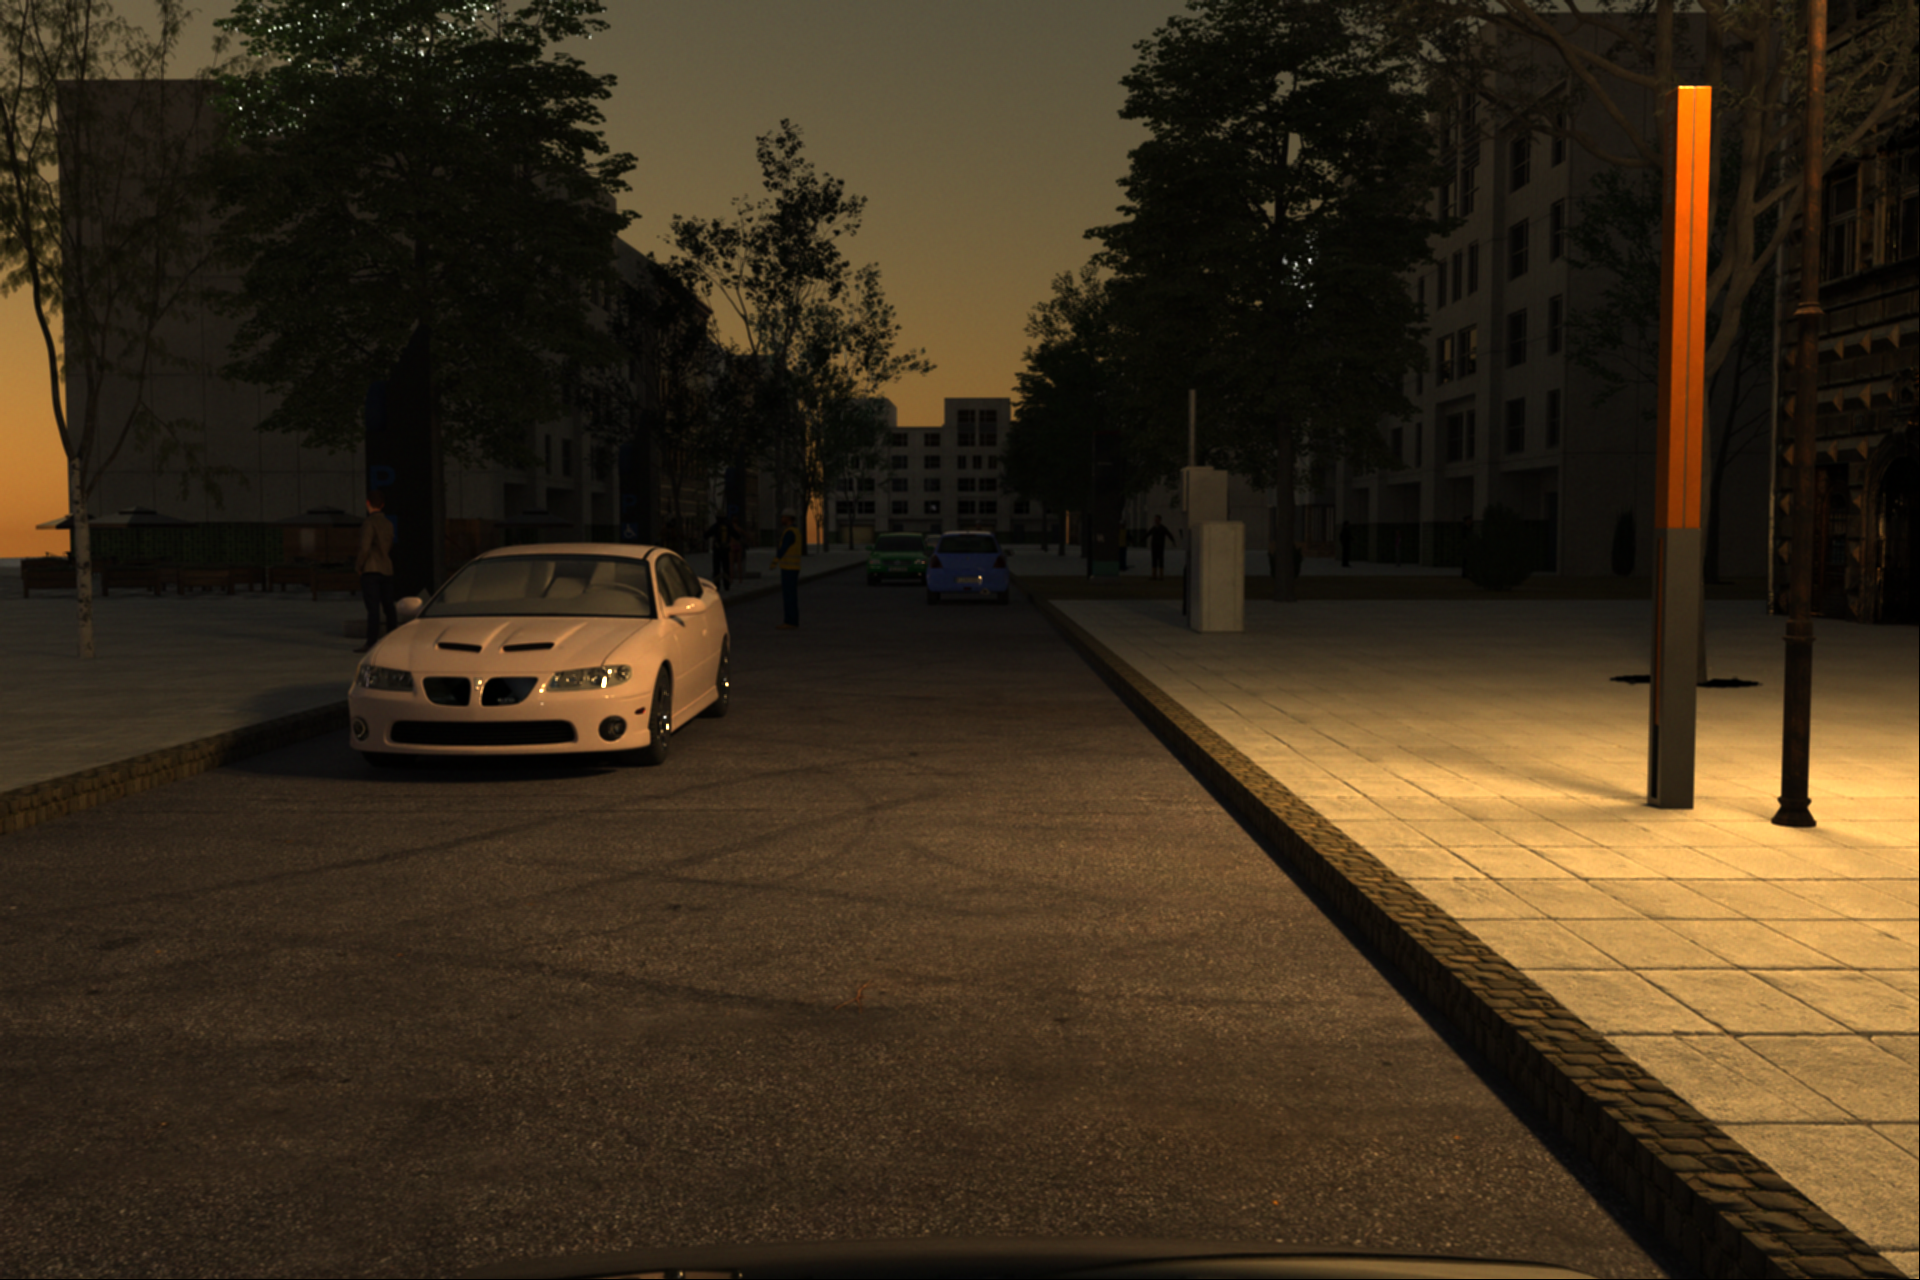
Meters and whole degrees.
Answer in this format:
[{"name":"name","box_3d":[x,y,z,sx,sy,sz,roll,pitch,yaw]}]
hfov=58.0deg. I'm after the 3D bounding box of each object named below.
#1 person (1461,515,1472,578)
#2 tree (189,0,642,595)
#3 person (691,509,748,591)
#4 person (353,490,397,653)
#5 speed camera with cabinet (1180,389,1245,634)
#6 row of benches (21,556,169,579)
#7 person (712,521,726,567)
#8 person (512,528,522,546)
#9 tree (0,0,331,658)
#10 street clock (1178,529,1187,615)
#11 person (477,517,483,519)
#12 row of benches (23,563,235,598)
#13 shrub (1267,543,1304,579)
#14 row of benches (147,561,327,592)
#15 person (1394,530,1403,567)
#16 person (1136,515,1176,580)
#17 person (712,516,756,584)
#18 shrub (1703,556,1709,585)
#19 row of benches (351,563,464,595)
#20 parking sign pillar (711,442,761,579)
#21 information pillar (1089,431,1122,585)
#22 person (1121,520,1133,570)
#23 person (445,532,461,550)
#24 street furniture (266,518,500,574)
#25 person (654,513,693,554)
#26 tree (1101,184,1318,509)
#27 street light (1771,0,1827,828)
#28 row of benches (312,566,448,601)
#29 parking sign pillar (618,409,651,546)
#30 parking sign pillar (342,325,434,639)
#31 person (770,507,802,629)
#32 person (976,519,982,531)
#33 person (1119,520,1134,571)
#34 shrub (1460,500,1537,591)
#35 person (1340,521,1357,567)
[{"name":"person","box_3d":[14.777,-2.719,50.383,0.705,1.837,1.347,2,4,26]},{"name":"tree","box_3d":[-9.027,-6.779,28.961,7.486,12.596,7.792,0,3,0]},{"name":"person","box_3d":[-5.420,-2.047,39.243,1.354,1.856,0.705,-2,4,-25]},{"name":"person","box_3d":[-6.489,-0.756,18.940,0.750,1.759,0.617,2,4,33]},{"name":"speed camera with cabinet","box_3d":[3.365,-1.759,23.090,0.660,3.252,2.038,0,4,0]},{"name":"row of benches","box_3d":[-24.564,-2.079,49.449,4.104,0.672,1.422,0,4,-2]},{"name":"person","box_3d":[-9.196,-3.761,67.624,1.347,1.817,0.704,3,5,44]},{"name":"person","box_3d":[-14.921,-3.186,58.368,0.705,1.796,1.348,-1,4,-18]},{"name":"tree","box_3d":[-9.238,-4.131,17.909,4.360,8.622,3.978,0,3,0]},{"name":"street clock","box_3d":[3.622,-1.391,27.318,0.358,2.002,0.471,0,4,1]},{"name":"person","box_3d":[-15.351,-3.019,55.487,0.705,1.813,1.348,-1,4,-16]},{"name":"row of benches","box_3d":[-17.165,-1.259,36.055,4.104,0.672,1.422,-2,4,-30]},{"name":"shrub","box_3d":[8.758,-2.167,46.555,1.383,1.207,1.383,0,3,0]},{"name":"row of benches","box_3d":[-16.257,-1.424,38.739,4.104,0.672,1.422,0,4,7]},{"name":"person","box_3d":[17.096,-3.579,67.779,0.599,1.433,0.991,1,4,9]},{"name":"person","box_3d":[5.478,-2.566,48.100,1.346,1.812,0.704,3,5,42]},{"name":"person","box_3d":[-5.818,-2.317,44.685,1.217,1.733,0.721,-2,4,-27]},{"name":"shrub","box_3d":[16.198,-1.683,38.633,1.383,1.207,1.383,0,3,0]},{"name":"row of benches","box_3d":[-10.987,-1.288,36.522,4.104,0.672,1.422,1,4,12]},{"name":"parking sign pillar","box_3d":[-6.483,-3.769,50.101,1.447,3.967,1.447,0,4,0]},{"name":"information pillar","box_3d":[3.686,-3.326,43.762,0.750,3.857,0.750,0,4,-1]},{"name":"person","box_3d":[5.895,-3.429,62.287,0.704,1.802,1.346,-1,4,-16]},{"name":"person","box_3d":[-12.110,-2.058,39.794,0.704,1.843,1.345,3,5,43]},{"name":"street furniture","box_3d":[-15.628,-2.622,49.728,11.010,1.723,9.812,0,4,1]},{"name":"person","box_3d":[-7.951,-2.576,47.885,0.705,1.858,1.354,3,5,40]},{"name":"tree","box_3d":[7.710,-8.277,53.462,7.486,12.596,7.792,0,3,0]},{"name":"street light","box_3d":[3.686,-2.122,7.478,0.468,5.910,1.993,0,3,0]},{"name":"row of benches","box_3d":[-10.595,-1.146,34.192,4.104,0.672,1.422,-1,4,-20]},{"name":"parking sign pillar","box_3d":[-6.918,-2.961,36.891,1.447,3.967,1.447,0,4,0]},{"name":"parking sign pillar","box_3d":[-7.038,-2.036,21.758,1.447,3.967,1.447,0,4,0]},{"name":"person","box_3d":[-2.603,-1.084,26.149,0.705,1.833,1.349,0,4,8]},{"name":"person","box_3d":[0.547,-2.512,49.380,1.347,1.847,0.705,-1,4,-11]},{"name":"person","box_3d":[5.516,-3.256,59.694,1.216,1.772,0.721,-2,4,-32]},{"name":"shrub","box_3d":[12.120,-2.140,39.027,1.661,2.075,1.752,0,3,0]},{"name":"person","box_3d":[15.053,-3.745,67.424,0.705,1.806,1.347,-1,4,-13]}]
